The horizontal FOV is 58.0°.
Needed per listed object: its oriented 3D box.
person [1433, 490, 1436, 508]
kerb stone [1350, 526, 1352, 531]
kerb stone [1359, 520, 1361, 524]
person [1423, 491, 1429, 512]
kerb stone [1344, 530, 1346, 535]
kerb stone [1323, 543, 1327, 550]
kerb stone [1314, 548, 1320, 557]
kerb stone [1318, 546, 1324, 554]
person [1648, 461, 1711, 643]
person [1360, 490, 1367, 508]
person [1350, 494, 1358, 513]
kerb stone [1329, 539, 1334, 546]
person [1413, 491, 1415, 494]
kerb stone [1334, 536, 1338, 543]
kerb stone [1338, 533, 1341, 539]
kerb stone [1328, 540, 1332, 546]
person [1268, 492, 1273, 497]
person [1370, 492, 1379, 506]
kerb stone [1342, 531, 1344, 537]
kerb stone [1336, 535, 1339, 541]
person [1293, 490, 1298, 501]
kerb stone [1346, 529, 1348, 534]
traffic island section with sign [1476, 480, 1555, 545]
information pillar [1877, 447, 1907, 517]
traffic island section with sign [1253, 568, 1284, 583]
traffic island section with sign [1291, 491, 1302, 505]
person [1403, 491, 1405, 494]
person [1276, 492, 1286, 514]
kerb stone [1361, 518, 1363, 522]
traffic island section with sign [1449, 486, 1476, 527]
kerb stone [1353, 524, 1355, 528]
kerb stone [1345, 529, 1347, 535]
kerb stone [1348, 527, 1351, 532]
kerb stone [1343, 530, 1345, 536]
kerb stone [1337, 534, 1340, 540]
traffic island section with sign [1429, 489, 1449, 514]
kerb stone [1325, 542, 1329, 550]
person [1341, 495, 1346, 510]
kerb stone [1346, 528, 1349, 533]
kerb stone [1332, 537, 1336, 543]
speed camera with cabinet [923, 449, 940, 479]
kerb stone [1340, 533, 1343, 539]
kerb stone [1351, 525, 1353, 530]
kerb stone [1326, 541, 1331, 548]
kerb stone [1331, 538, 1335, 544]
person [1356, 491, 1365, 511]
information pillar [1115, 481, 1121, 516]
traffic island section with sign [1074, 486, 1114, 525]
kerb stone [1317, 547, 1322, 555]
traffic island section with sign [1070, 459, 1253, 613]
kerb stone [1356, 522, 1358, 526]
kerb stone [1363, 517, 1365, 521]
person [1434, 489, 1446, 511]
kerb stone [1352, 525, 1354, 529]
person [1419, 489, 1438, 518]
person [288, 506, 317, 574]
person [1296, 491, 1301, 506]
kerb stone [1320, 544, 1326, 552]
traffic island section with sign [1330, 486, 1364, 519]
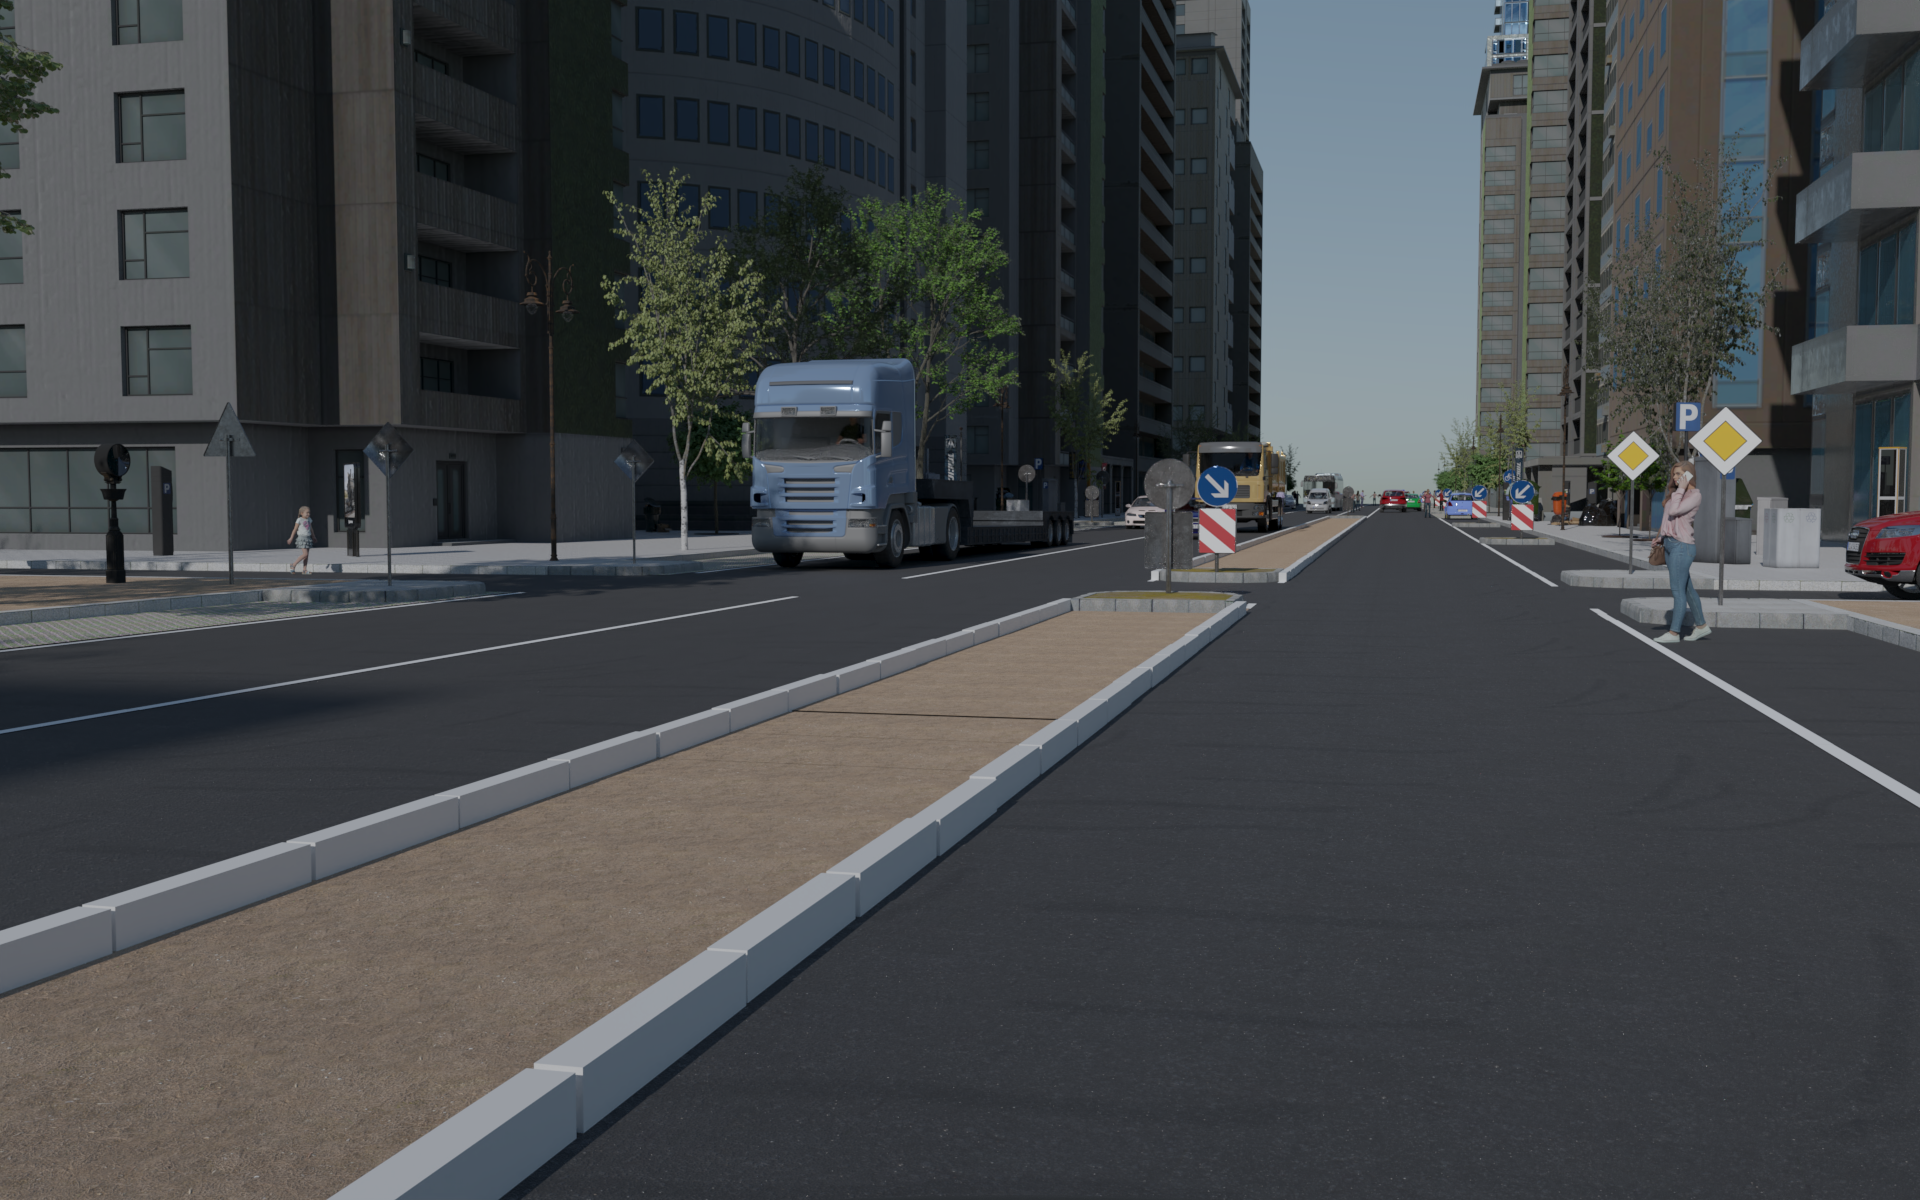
[{"bbox_3d":[47.667,-10.109,173.798,0.705,1.823,1.348,1,4,14],"label":"person"},{"bbox_3d":[14.447,-2.587,64.519,0.120,0.150,1.000,1,4,14],"label":"kerb stone"},{"bbox_3d":[17.966,-3.437,78.461,0.120,0.150,1.000,1,4,14],"label":"kerb stone"},{"bbox_3d":[37.668,-7.989,139.921,0.445,1.727,0.742,1,4,17],"label":"person"},{"bbox_3d":[12.683,-2.162,57.566,0.120,0.150,1.000,1,4,14],"label":"kerb stone"},{"bbox_3d":[8.905,-1.252,42.662,0.120,0.150,1.000,1,4,14],"label":"kerb stone"},{"bbox_3d":[7.908,-1.007,38.695,0.120,0.150,1.000,1,4,14],"label":"kerb stone"},{"bbox_3d":[8.408,-1.123,40.680,0.120,0.150,1.000,1,4,14],"label":"kerb stone"},{"bbox_3d":[7.026,-0.470,16.776,0.643,1.750,0.593,0,4,1],"label":"person"},{"bbox_3d":[41.228,-10.313,176.988,0.599,1.838,0.709,-1,4,-11],"label":"person"},{"bbox_3d":[30.344,-7.637,134.066,1.217,1.736,0.721,-2,4,-24],"label":"person"},{"bbox_3d":[9.916,-1.494,46.628,0.120,0.150,1.000,1,4,14],"label":"kerb stone"},{"bbox_3d":[43.887,-9.687,167.402,1.217,1.766,0.721,3,5,44],"label":"person"},{"bbox_3d":[10.670,-1.677,49.617,0.120,0.150,1.000,1,4,14],"label":"kerb stone"},{"bbox_3d":[11.421,-1.859,52.590,0.120,0.150,1.000,1,4,14],"label":"kerb stone"},{"bbox_3d":[9.659,-1.434,45.636,0.120,0.150,1.000,1,4,14],"label":"kerb stone"},{"bbox_3d":[18.848,-5.852,104.961,0.721,1.735,1.217,3,5,43],"label":"person"},{"bbox_3d":[50.082,-12.241,209.349,1.217,1.736,0.721,0,4,-2],"label":"person"},{"bbox_3d":[12.179,-2.041,55.584,0.120,0.150,1.000,1,4,14],"label":"kerb stone"},{"bbox_3d":[10.919,-1.735,50.608,0.120,0.150,1.000,1,4,14],"label":"kerb stone"},{"bbox_3d":[34.048,-10.263,176.311,0.705,1.822,1.348,3,5,45],"label":"person"},{"bbox_3d":[13.185,-2.280,59.560,0.120,0.150,1.000,1,4,14],"label":"kerb stone"},{"bbox_3d":[16.057,-2.529,49.979,1.989,1.847,2.006,1,4,14],"label":"traffic island section with sign"},{"bbox_3d":[14.620,-1.389,27.203,0.304,2.012,0.304,-3,5,-40],"label":"information pillar"},{"bbox_3d":[4.368,-1.273,28.956,2.006,1.907,1.989,1,4,14],"label":"traffic island section with sign"},{"bbox_3d":[45.317,-13.835,234.822,1.989,1.847,2.006,1,4,14],"label":"traffic island section with sign"},{"bbox_3d":[44.385,-10.044,173.277,0.990,1.755,0.434,2,4,34],"label":"person"},{"bbox_3d":[22.902,-7.037,123.430,0.709,1.838,0.599,2,4,26],"label":"person"},{"bbox_3d":[19.471,-3.803,84.411,0.120,0.150,1.000,1,4,14],"label":"kerb stone"},{"bbox_3d":[22.674,-4.127,76.112,1.989,1.847,2.006,1,4,14],"label":"traffic island section with sign"},{"bbox_3d":[15.451,-2.831,68.509,0.120,0.150,1.000,1,4,14],"label":"kerb stone"},{"bbox_3d":[12.940,-2.223,58.566,0.120,0.150,1.000,1,4,14],"label":"kerb stone"},{"bbox_3d":[13.942,-2.463,62.539,0.120,0.150,1.000,1,4,14],"label":"kerb stone"},{"bbox_3d":[12.432,-2.103,56.575,0.120,0.150,1.000,1,4,14],"label":"kerb stone"},{"bbox_3d":[11.173,-1.796,51.598,0.120,0.150,1.000,1,4,14],"label":"kerb stone"},{"bbox_3d":[34.988,-7.104,124.785,1.989,1.847,2.006,1,4,14],"label":"traffic island section with sign"},{"bbox_3d":[9.162,-1.312,43.651,0.120,0.150,1.000,1,4,14],"label":"kerb stone"},{"bbox_3d":[33.756,-8.857,153.834,1.217,1.766,0.721,0,4,6],"label":"person"},{"bbox_3d":[13.436,-2.346,60.558,0.120,0.150,1.000,1,4,14],"label":"kerb stone"},{"bbox_3d":[10.419,-1.616,48.623,0.120,0.150,1.000,1,4,14],"label":"kerb stone"},{"bbox_3d":[-0.980,-4.919,74.761,0.660,3.252,2.038,-1,4,-22],"label":"speed camera with cabinet"},{"bbox_3d":[11.682,-1.920,53.585,0.120,0.150,1.000,1,4,14],"label":"kerb stone"},{"bbox_3d":[14.695,-2.649,65.511,0.120,0.150,1.000,1,4,14],"label":"kerb stone"},{"bbox_3d":[9.412,-1.373,44.645,0.120,0.150,1.000,1,4,14],"label":"kerb stone"},{"bbox_3d":[10.164,-1.555,47.625,0.120,0.150,1.000,1,4,14],"label":"kerb stone"},{"bbox_3d":[34.160,-8.518,148.493,1.217,1.735,0.721,3,4,39],"label":"person"},{"bbox_3d":[9.129,-5.855,100.215,0.304,2.012,0.304,0,4,3],"label":"information pillar"},{"bbox_3d":[6.043,-4.340,79.591,1.989,1.847,2.006,1,4,14],"label":"traffic island section with sign"},{"bbox_3d":[8.162,-1.069,39.688,0.120,0.150,1.000,1,4,14],"label":"kerb stone"},{"bbox_3d":[2.542,-0.834,21.777,2.006,1.907,1.989,1,4,14],"label":"traffic island section with sign"},{"bbox_3d":[16.697,-3.136,73.473,0.120,0.150,1.000,1,4,14],"label":"kerb stone"},{"bbox_3d":[20.239,-3.988,87.398,0.120,0.150,1.000,1,4,14],"label":"kerb stone"},{"bbox_3d":[39.992,-8.286,143.912,0.705,1.831,1.348,-2,4,-33],"label":"person"},{"bbox_3d":[14.947,-2.710,66.510,0.120,0.150,1.000,1,4,14],"label":"kerb stone"},{"bbox_3d":[28.201,-5.819,104.365,1.217,1.743,0.721,1,4,14],"label":"person"},{"bbox_3d":[-11.768,-1.073,31.052,0.382,1.210,0.505,1,4,19],"label":"person"},{"bbox_3d":[42.072,-12.693,216.112,1.350,1.814,0.705,-2,4,-33],"label":"person"},{"bbox_3d":[8.658,-1.191,41.670,0.120,0.150,1.000,1,4,14],"label":"kerb stone"},{"bbox_3d":[22.790,-5.729,101.810,2.006,1.907,1.989,1,4,14],"label":"traffic island section with sign"}]
